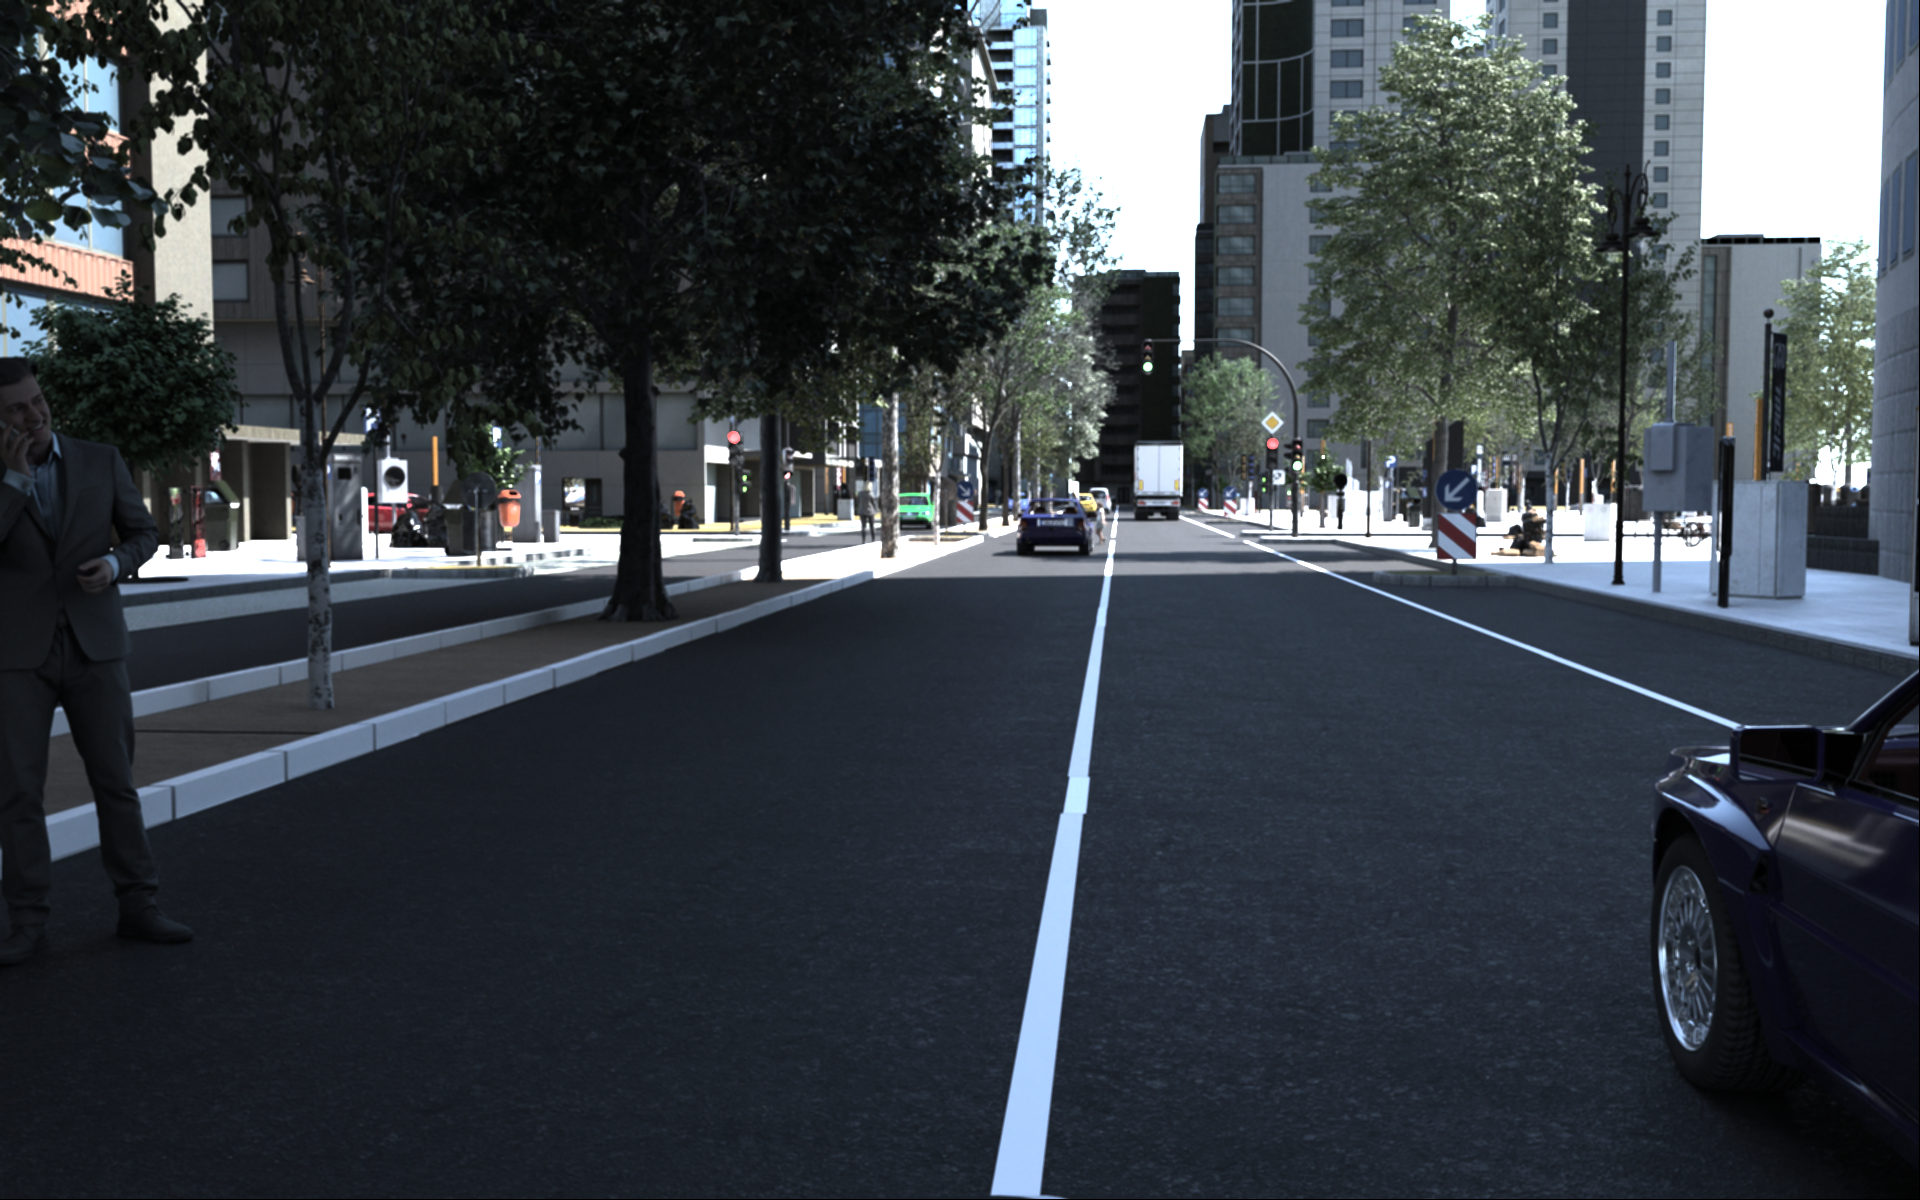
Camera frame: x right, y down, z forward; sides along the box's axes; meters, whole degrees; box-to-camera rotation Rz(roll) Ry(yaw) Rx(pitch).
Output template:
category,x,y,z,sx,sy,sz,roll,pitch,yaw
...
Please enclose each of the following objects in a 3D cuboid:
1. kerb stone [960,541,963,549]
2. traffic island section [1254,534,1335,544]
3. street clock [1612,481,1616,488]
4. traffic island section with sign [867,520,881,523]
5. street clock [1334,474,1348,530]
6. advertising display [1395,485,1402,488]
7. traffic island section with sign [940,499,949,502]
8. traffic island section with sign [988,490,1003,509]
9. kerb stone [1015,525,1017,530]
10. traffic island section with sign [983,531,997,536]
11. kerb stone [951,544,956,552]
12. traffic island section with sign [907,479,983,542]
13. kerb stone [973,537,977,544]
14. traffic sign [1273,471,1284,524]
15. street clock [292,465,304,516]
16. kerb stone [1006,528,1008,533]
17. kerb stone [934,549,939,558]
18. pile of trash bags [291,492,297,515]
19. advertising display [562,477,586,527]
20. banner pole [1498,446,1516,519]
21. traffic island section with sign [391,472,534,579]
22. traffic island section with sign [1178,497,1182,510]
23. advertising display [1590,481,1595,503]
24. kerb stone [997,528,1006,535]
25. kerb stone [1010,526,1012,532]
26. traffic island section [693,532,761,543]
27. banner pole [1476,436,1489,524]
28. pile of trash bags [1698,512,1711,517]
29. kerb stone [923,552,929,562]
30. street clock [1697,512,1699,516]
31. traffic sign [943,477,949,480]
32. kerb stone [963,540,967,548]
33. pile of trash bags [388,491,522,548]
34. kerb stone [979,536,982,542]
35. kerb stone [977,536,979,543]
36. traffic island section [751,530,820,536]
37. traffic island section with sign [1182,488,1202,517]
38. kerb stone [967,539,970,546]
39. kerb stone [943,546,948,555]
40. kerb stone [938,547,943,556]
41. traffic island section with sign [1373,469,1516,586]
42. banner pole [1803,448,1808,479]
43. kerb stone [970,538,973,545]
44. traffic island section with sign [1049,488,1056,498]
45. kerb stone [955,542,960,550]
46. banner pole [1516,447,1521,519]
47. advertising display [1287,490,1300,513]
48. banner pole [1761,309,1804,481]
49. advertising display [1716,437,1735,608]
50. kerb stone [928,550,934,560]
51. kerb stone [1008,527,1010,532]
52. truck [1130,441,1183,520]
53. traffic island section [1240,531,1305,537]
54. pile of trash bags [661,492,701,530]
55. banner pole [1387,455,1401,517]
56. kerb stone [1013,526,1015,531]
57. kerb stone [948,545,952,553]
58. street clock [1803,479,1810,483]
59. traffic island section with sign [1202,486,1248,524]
category,x,y,z,sx,sy,sz,roll,pitch,yaw
kerb stone,-0.081,-1.390,44.923,0.120,0.150,1.000,0,4,5
traffic island section,9.853,-1.749,50.872,2.009,0.180,2.903,0,4,5
street clock,35.623,-5.463,93.888,0.358,2.002,0.471,-3,5,-39
traffic island section with sign,-3.450,-4.662,84.850,1.989,1.847,2.006,0,4,5
street clock,13.541,-3.490,61.624,0.471,2.002,0.358,0,4,6
advertising display,32.915,-7.657,130.401,0.123,1.923,0.974,-1,4,-20
traffic island section with sign,-0.979,-6.304,111.692,1.989,1.847,2.006,0,4,5
traffic island section with sign,3.627,-9.359,161.655,1.989,1.847,2.006,0,4,5
kerb stone,2.034,-2.794,67.879,0.120,0.150,1.000,0,4,5
traffic island section with sign,0.220,-3.137,59.434,2.006,1.907,1.989,0,4,5
kerb stone,-0.273,-1.260,42.886,0.120,0.150,1.000,0,4,5
traffic island section with sign,-0.469,-2.686,52.058,2.006,1.907,1.989,0,4,5
kerb stone,0.297,-1.633,49.002,0.120,0.150,1.000,0,4,5
traffic sign,13.665,-4.430,74.556,0.606,2.300,0.079,1,4,15
street clock,-16.282,-2.332,42.703,0.358,2.002,0.471,-3,4,-37
kerb stone,1.571,-2.474,62.773,0.120,0.150,1.000,0,4,5
kerb stone,-0.645,-1.015,38.796,0.120,0.150,1.000,0,4,5
pile of trash bags,-25.451,-3.657,69.536,3.447,1.369,1.912,-2,4,-27
advertising display,-14.988,-3.797,67.289,0.974,1.923,0.123,-3,5,-43
banner pole,28.005,-6.073,89.308,0.863,3.779,0.401,3,4,38
traffic island section with sign,-8.507,-1.307,29.995,1.989,1.847,2.006,0,4,5
traffic island section with sign,19.929,-9.267,160.150,1.989,1.847,2.006,0,4,5
advertising display,30.395,-4.776,83.296,0.123,1.923,0.974,2,4,25
kerb stone,1.470,-2.419,61.748,0.120,0.150,1.000,0,4,5
kerb stone,1.749,-2.606,64.810,0.120,0.150,1.000,0,4,5
traffic island section,-6.768,-1.842,52.401,2.009,0.180,2.903,0,4,5
banner pole,22.507,-5.181,74.734,0.863,3.779,0.401,-3,4,-37
pile of trash bags,42.202,-5.472,99.226,3.447,1.369,1.912,1,4,8
kerb stone,-0.831,-0.890,36.746,0.120,0.150,1.000,0,4,5
street clock,40.354,-5.523,94.864,0.471,2.002,0.358,0,4,8
traffic sign,-1.044,-8.111,132.719,0.768,2.556,0.104,1,4,12
kerb stone,0.015,-1.452,45.941,0.120,0.150,1.000,0,4,5
pile of trash bags,-12.119,-1.994,42.356,1.912,1.369,3.447,2,4,33
kerb stone,0.484,-1.754,51.038,0.120,0.150,1.000,0,4,5
kerb stone,0.385,-1.700,50.020,0.120,0.150,1.000,0,4,5
traffic island section,-6.036,-2.329,60.353,2.009,0.180,2.903,0,4,5
traffic island section with sign,15.361,-6.231,110.503,1.989,1.847,2.006,0,4,5
kerb stone,0.109,-1.515,46.967,0.120,0.150,1.000,0,4,5
kerb stone,-0.446,-1.140,40.830,0.120,0.150,1.000,0,4,5
kerb stone,-0.552,-1.078,39.814,0.120,0.150,1.000,0,4,5
traffic island section with sign,7.754,-1.182,27.961,1.989,1.847,2.006,0,4,5
banner pole,45.430,-6.311,93.202,0.401,3.779,0.863,0,4,5
kerb stone,0.198,-1.574,47.985,0.120,0.150,1.000,0,4,5
traffic island section with sign,7.098,-7.714,134.258,2.006,1.907,1.989,0,4,5
kerb stone,-0.174,-1.327,43.905,0.120,0.150,1.000,0,4,5
banner pole,29.129,-6.156,90.665,0.401,3.779,0.863,-1,4,-21
advertising display,22.063,-6.687,114.546,0.974,1.923,0.123,-1,4,-10
banner pole,11.088,-2.057,23.650,0.863,3.779,0.401,-3,5,-43
advertising display,8.776,-0.897,19.876,0.123,1.923,0.974,1,4,21
kerb stone,-0.739,-0.947,37.765,0.120,0.150,1.000,0,4,5
kerb stone,1.652,-2.544,63.792,0.120,0.150,1.000,0,4,5
truck,11.026,-6.628,97.278,2.839,4.237,11.283,0,4,5
traffic island section,10.585,-2.235,58.824,2.009,0.180,2.903,0,4,5
pile of trash bags,-10.486,-3.310,63.869,1.912,1.369,3.447,0,4,-5
banner pole,24.693,-6.646,98.680,0.863,3.779,0.401,0,4,-1
kerb stone,1.942,-2.729,66.861,0.120,0.150,1.000,0,4,5
kerb stone,-0.369,-1.202,41.856,0.120,0.150,1.000,0,4,5
street clock,41.179,-4.875,84.284,0.358,2.002,0.471,3,5,42
traffic island section with sign,12.883,-4.589,83.662,1.989,1.847,2.006,0,4,5
